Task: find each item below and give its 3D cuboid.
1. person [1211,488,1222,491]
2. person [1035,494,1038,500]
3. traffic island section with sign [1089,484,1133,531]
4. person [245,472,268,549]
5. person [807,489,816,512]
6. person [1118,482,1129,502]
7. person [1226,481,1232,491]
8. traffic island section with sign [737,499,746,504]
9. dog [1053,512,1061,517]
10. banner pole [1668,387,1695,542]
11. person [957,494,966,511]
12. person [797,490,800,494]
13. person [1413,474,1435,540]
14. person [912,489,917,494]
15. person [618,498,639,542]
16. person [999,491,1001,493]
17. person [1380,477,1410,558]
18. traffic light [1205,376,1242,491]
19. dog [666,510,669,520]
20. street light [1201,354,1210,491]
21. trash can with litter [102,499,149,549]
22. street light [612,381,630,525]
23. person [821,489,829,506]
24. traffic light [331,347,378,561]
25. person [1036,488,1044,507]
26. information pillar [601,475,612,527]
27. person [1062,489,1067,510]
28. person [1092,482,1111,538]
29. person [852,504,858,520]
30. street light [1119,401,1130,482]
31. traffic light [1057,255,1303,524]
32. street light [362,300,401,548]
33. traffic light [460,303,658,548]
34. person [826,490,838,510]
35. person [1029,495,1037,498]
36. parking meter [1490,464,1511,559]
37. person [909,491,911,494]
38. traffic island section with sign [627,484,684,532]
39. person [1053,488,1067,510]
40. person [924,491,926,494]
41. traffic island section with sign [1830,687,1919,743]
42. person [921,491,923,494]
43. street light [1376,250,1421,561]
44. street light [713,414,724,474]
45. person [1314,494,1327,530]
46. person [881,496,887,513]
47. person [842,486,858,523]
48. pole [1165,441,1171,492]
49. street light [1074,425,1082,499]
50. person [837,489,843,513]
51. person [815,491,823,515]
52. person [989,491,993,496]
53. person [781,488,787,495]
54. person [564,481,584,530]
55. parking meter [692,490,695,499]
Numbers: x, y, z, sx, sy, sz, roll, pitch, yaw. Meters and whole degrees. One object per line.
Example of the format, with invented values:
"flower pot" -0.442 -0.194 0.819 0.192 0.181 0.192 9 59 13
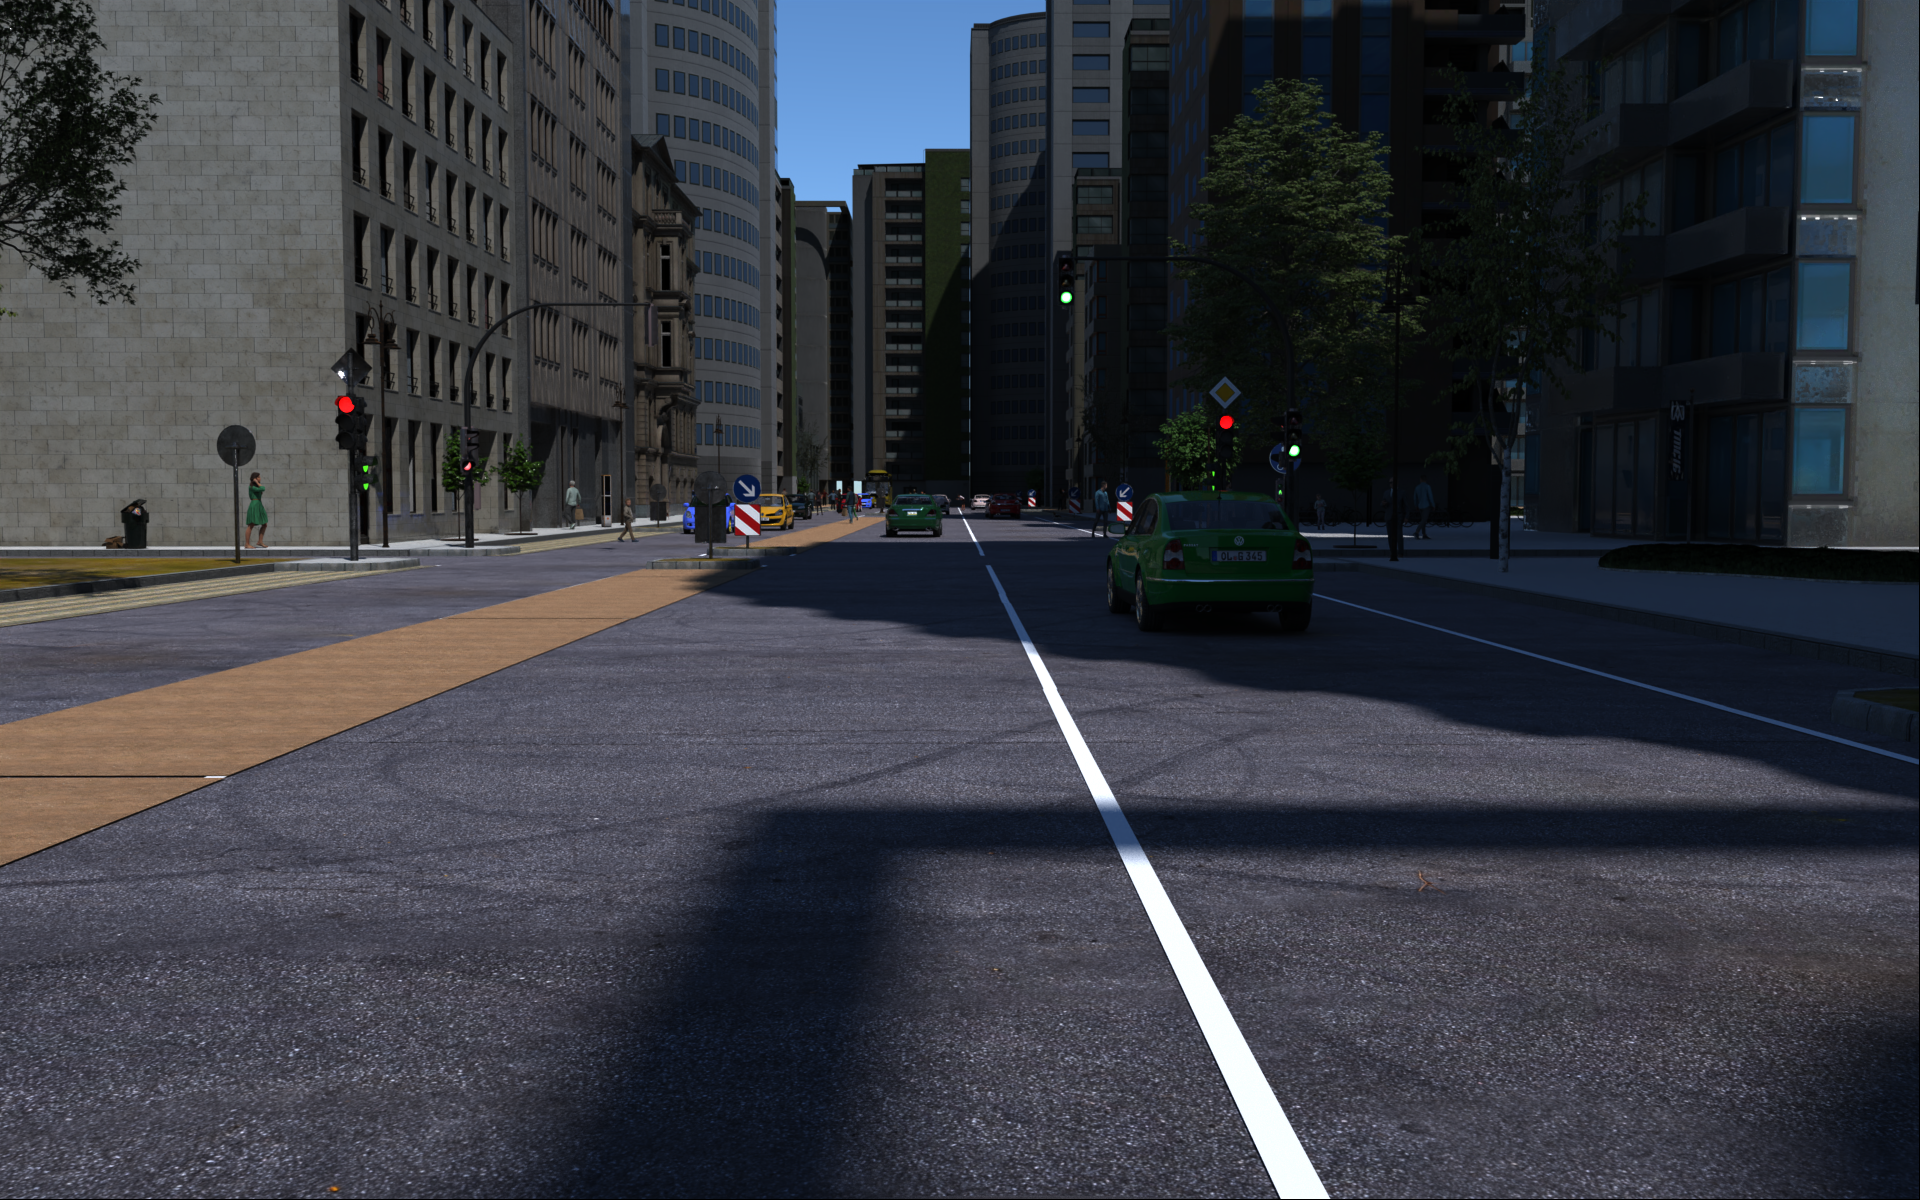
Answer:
"person" 10.246 -3.858 69.146 0.581 1.822 0.654 3 5 45
"person" 7.743 -10.108 171.996 0.721 1.739 1.217 1 4 23
"traffic island section with sign" 6.201 -3.585 67.243 1.989 1.847 2.006 0 4 0
"person" -16.610 -2.113 40.835 0.529 1.795 0.600 -1 4 -17
"person" -12.096 -8.087 140.798 1.350 1.814 0.705 -1 4 -22
"person" 7.744 -4.642 81.819 0.514 1.842 0.818 0 4 -2
"person" 10.347 -3.667 66.344 0.599 1.781 0.374 3 5 41
"traffic island section with sign" -11.649 -5.155 92.906 1.989 1.847 2.006 0 4 0
"dog" 5.744 -5.026 102.372 0.748 0.427 0.550 2 4 35
"banner pole" 16.944 -3.096 40.634 0.863 3.779 0.401 -1 4 -18
"person" 0.100 -8.434 149.591 0.628 1.438 0.799 2 4 31
"person" -12.636 -7.791 136.598 0.721 1.735 1.217 -1 4 -11
"person" 13.042 -2.633 48.948 0.748 1.841 0.638 -2 4 -23
"person" -3.784 -8.255 143.547 1.350 1.814 0.705 1 4 23
"person" -9.875 -2.370 51.523 0.640 1.303 0.475 0 4 -8
"person" 4.564 -11.603 198.187 1.348 1.826 0.705 3 5 43
"person" 9.528 -1.797 38.061 0.661 1.801 0.590 2 4 32
"traffic light" 6.281 -3.205 41.316 0.839 4.253 0.868 0 4 0
"dog" -14.689 -4.265 86.556 0.406 0.507 0.540 -2 4 -30
"street light" 8.197 -5.155 57.079 0.468 5.910 1.993 0 4 0
"trash can with litter" -19.524 -1.779 40.467 1.055 1.170 0.624 0 4 4
"street light" -13.836 -5.994 70.789 0.468 5.910 1.993 0 4 0
"person" -14.778 -11.167 188.588 1.348 1.831 0.705 1 4 8
"traffic light" -11.641 -2.710 33.227 0.839 4.253 0.868 0 4 0
"person" 7.804 -10.029 169.972 0.705 1.831 1.348 -2 4 -35
"information pillar" -13.651 -3.813 66.829 0.304 2.012 0.304 -2 4 -34
"person" 8.574 -8.301 142.569 0.445 1.727 0.742 1 4 19
"person" 4.630 -2.954 56.654 0.638 1.841 0.748 -2 4 -27
"person" -5.737 -4.937 93.475 0.306 1.304 0.590 -3 5 -43
"street light" 8.198 -6.958 86.552 0.468 5.910 1.993 0 4 0
"traffic light" 4.229 -3.579 33.179 4.771 5.953 1.251 0 4 0
"street light" -13.799 -4.199 41.445 0.468 5.910 1.993 0 4 0
"traffic light" -9.589 -4.073 41.257 4.771 5.953 1.251 0 4 0
"person" -11.531 -9.115 157.518 1.348 1.826 0.705 -2 4 -23
"person" 7.655 -10.732 182.057 0.990 1.755 0.434 3 5 40
"parking meter" 10.687 -1.744 34.231 0.399 1.863 0.255 -3 5 -45
"person" -5.470 -11.045 189.096 0.705 1.823 1.348 1 4 16
"traffic island section with sign" -11.514 -3.506 65.951 1.989 1.847 2.006 0 4 0
"person" 7.896 -7.945 136.670 1.217 1.735 0.721 -1 4 -16
"person" -3.550 -10.303 177.663 0.721 1.736 1.217 -2 4 -35
"traffic island section with sign" 6.480 -0.111 10.439 1.989 1.847 2.006 0 4 0
"person" -3.477 -9.320 161.806 0.530 1.710 0.541 2 4 26
"street light" 8.309 -3.681 32.977 0.468 5.910 1.993 0 4 0
"street light" -13.938 -7.792 100.193 0.468 5.910 1.993 0 4 0
"person" 12.950 -3.169 62.130 0.425 1.301 0.394 -1 4 -13
"person" -5.799 -7.403 129.639 0.705 1.812 1.348 1 4 16
"person" -5.355 -4.614 83.916 0.794 1.824 0.713 -2 4 -30
"pole" 7.934 -4.416 66.053 0.158 3.312 0.155 0 3 0
"street light" 7.931 -8.753 115.895 0.468 5.910 1.993 0 4 0
"person" -8.893 -7.330 128.371 0.705 1.821 1.348 0 4 8
"person" -9.553 -6.581 117.568 0.415 1.643 0.593 3 5 45
"person" 3.264 -10.199 176.045 1.217 1.735 0.721 -3 5 -40
"person" -14.038 -8.055 138.267 0.617 1.759 0.750 -1 4 -10
"person" -14.005 -3.449 62.912 0.515 1.767 0.782 2 4 33
"parking meter" -13.734 -4.984 89.904 0.372 1.533 0.369 0 3 0
